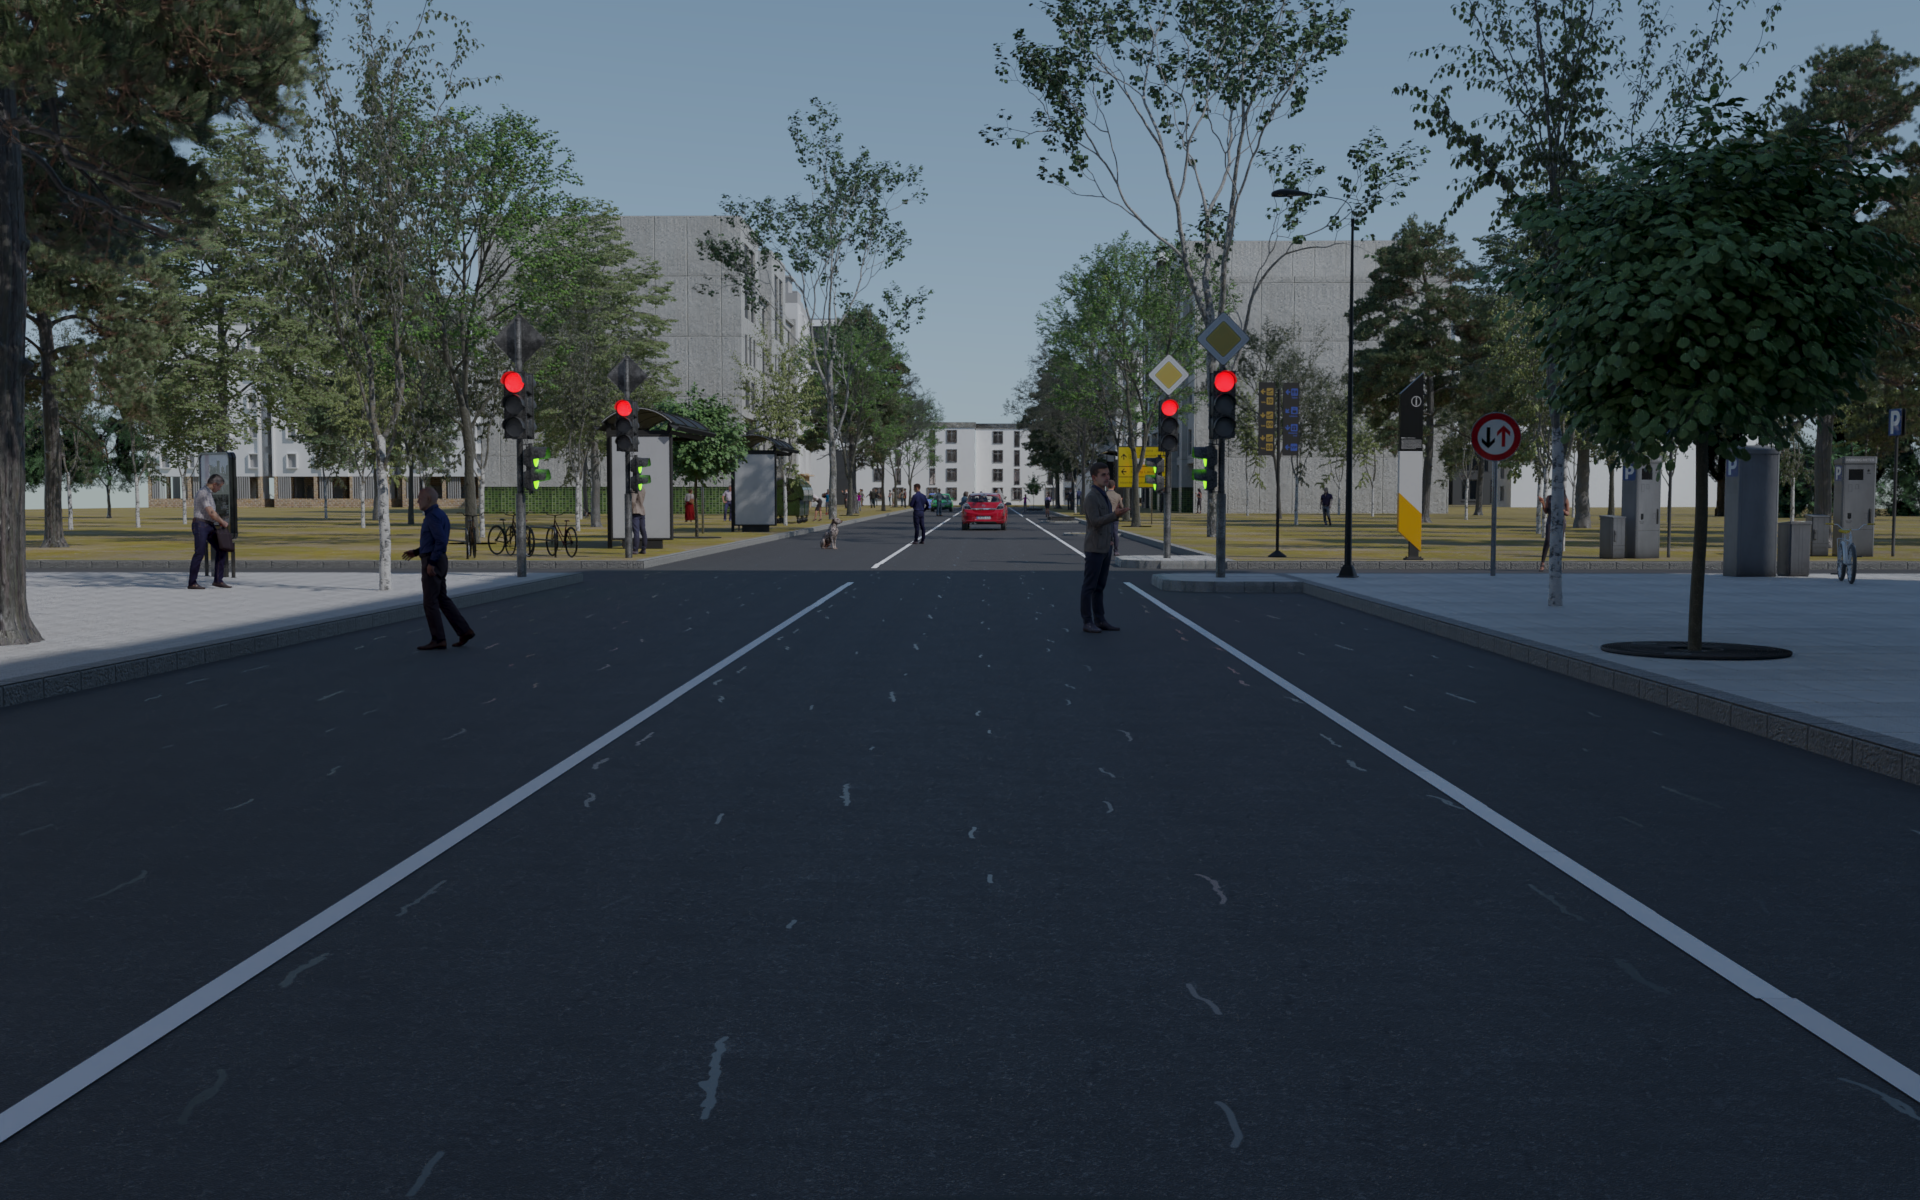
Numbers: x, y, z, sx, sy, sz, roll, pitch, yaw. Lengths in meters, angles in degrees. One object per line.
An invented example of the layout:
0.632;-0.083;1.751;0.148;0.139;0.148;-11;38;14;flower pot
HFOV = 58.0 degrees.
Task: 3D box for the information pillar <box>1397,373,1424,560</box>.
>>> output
8.720;-2.578;33.502;0.504;3.616;0.183;-1;4;-10;information pillar

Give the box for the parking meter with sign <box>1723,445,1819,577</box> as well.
12.316;-1.873;26.878;1.738;3.016;0.543;0;4;-8;parking meter with sign

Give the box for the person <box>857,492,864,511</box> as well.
-7.532;-7.298;128.580;0.991;1.433;0.599;-3;4;-36;person

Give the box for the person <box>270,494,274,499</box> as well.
-77.087;-11.252;193.251;1.217;1.735;0.721;-1;4;-16;person

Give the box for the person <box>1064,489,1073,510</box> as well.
8.698;-8.050;138.462;0.742;1.727;0.445;-2;4;-23;person

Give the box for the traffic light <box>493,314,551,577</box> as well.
-6.769;-2.291;26.702;0.839;4.213;0.868;0;4;1;traffic light

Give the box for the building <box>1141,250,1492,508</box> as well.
30.700;-19.409;161.303;27.936;21.610;32.646;0;4;1;building

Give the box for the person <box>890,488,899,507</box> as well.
-6.438;-9.942;168.604;0.705;1.824;1.348;2;4;34;person

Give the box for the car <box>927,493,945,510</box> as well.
-2.216;-8.983;156.468;1.945;1.707;3.694;0;4;2;car

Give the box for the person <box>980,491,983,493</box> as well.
1.673;-7.307;129.443;0.593;1.643;0.415;-1;4;-21;person

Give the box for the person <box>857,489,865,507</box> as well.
-10.136;-10.409;176.236;1.348;1.824;0.705;3;5;42;person

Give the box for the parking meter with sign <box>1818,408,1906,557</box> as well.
18.326;-2.401;35.517;1.738;3.016;0.543;0;4;4;parking meter with sign

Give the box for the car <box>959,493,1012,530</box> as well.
1.001;-3.720;69.857;2.155;1.783;4.494;0;4;2;car

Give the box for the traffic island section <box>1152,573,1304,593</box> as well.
4.031;-0.268;26.656;2.009;0.180;2.903;0;4;1;traffic island section

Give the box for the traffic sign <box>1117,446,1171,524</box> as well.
7.781;-4.849;73.156;2.265;3.308;0.079;0;4;5;traffic sign

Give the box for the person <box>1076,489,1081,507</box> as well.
12.116;-10.407;176.062;0.709;1.838;0.599;1;4;10;person

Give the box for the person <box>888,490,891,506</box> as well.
-7.521;-10.829;183.806;0.721;1.736;1.217;0;4;8;person

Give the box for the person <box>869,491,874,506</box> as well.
-9.184;-10.547;179.953;0.593;1.643;0.415;-3;4;-39;person

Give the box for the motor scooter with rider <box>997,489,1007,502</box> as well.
2.193;-5.252;94.840;0.876;1.779;1.986;0;3;0;motor scooter with rider

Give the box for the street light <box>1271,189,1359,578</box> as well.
5.431;-3.301;26.506;1.470;5.913;1.316;0;4;1;street light

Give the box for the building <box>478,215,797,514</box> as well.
-22.016;-15.878;126.069;16.747;18.905;31.486;0;4;1;building

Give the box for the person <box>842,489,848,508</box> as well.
-10.230;-8.981;153.678;0.742;1.727;0.445;2;4;26;person

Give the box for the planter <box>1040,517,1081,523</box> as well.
5.005;-4.008;86.674;1.991;0.319;1.994;0;4;1;planter

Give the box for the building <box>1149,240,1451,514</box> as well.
24.071;-16.087;129.484;16.747;18.905;31.486;0;4;1;building

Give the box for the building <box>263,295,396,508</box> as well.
-59.431;-19.250;171.163;11.380;20.091;16.016;0;4;1;building

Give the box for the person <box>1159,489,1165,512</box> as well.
14.084;-6.946;120.411;0.445;1.727;0.742;2;4;27;person

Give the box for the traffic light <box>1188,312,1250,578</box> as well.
3.991;-2.281;26.544;0.839;4.213;0.868;0;4;1;traffic light

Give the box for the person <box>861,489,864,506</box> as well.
-10.398;-10.909;184.390;0.705;1.826;1.348;1;4;12;person

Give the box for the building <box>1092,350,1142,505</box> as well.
21.608;-21.576;209.194;11.380;20.091;16.016;0;4;1;building

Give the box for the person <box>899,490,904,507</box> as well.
-5.855;-10.420;177.130;0.721;1.735;1.217;3;4;36;person

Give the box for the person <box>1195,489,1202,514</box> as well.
15.490;-6.430;112.649;0.593;1.643;0.415;3;5;41;person

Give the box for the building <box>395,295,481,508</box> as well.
-47.213;-19.237;170.940;11.380;20.091;16.016;0;4;1;building

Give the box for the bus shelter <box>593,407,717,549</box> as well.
-7.453;-2.998;42.942;2.014;3.302;5.546;0;4;1;bus shelter

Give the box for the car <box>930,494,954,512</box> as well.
-1.485;-8.147;142.004;1.959;1.807;4.718;0;4;1;car

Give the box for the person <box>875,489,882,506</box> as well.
-9.047;-10.997;185.858;1.348;1.822;0.705;0;4;-6;person

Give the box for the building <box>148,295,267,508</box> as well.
-71.543;-19.271;171.508;11.380;20.091;16.016;0;4;1;building

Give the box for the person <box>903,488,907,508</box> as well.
-5.092;-9.366;159.141;0.705;1.831;1.348;0;4;-6;person

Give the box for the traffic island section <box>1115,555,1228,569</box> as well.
4.161;-0.756;34.640;2.009;0.180;2.903;0;4;1;traffic island section

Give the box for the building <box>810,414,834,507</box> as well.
-27.019;-14.226;174.741;28.070;9.664;9.099;0;4;1;building

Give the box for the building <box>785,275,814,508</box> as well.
-21.184;-17.824;147.841;16.016;20.091;11.380;0;4;1;building

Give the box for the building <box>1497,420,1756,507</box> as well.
67.700;-14.111;172.863;28.070;9.664;9.099;0;4;1;building

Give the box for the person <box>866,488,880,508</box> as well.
-7.997;-9.353;158.979;1.348;1.821;0.705;-1;4;-15;person

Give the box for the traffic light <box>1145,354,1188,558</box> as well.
4.121;-2.770;34.528;0.839;4.213;0.868;0;4;1;traffic light

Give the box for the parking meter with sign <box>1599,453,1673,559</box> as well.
13.555;-2.340;34.519;1.738;3.016;0.543;-2;4;-25;parking meter with sign

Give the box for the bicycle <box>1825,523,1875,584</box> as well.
12.870;-0.729;25.134;0.635;0.972;1.543;1;4;19;bicycle

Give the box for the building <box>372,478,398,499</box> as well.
-61.024;-22.805;216.838;32.646;21.610;27.936;0;4;1;building

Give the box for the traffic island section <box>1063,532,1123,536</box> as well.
4.560;-2.255;59.740;1.991;0.108;1.994;0;4;1;traffic island section

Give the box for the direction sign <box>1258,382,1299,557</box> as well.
6.463;-2.641;35.175;0.876;3.537;0.379;-1;4;-14;direction sign

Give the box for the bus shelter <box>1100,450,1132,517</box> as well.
8.792;-6.393;95.801;1.731;3.624;6.357;0;4;1;bus shelter

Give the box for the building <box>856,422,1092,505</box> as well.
1.815;-16.169;206.514;28.070;9.664;9.099;0;4;1;building

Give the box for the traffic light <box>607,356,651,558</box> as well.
-6.639;-2.779;34.686;0.839;4.213;0.868;0;4;1;traffic light

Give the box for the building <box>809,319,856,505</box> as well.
-28.391;-22.739;215.761;32.646;21.610;27.936;0;4;1;building

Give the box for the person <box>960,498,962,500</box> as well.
0.480;-10.527;183.845;0.991;1.433;0.599;1;4;9;person

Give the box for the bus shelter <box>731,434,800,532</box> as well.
-6.942;-4.103;61.007;2.014;3.302;5.546;0;4;1;bus shelter

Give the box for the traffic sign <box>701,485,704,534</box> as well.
-8.347;-3.429;56.165;0.768;2.556;0.104;0;4;4;traffic sign

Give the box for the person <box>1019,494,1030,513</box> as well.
5.028;-7.494;134.245;0.991;1.433;0.599;2;4;30;person

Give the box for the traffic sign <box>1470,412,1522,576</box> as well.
8.354;-1.649;27.072;0.768;2.556;0.104;1;4;10;traffic sign

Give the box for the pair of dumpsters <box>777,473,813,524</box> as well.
-7.464;-4.541;76.735;1.574;2.255;4.436;0;4;1;pair of dumpsters

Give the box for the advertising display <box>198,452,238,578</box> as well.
-11.460;-1.318;26.766;0.974;1.923;0.123;3;5;40;advertising display

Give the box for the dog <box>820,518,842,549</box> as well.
-3.435;-1.748;45.424;0.513;0.831;0.800;-1;4;-21;dog
